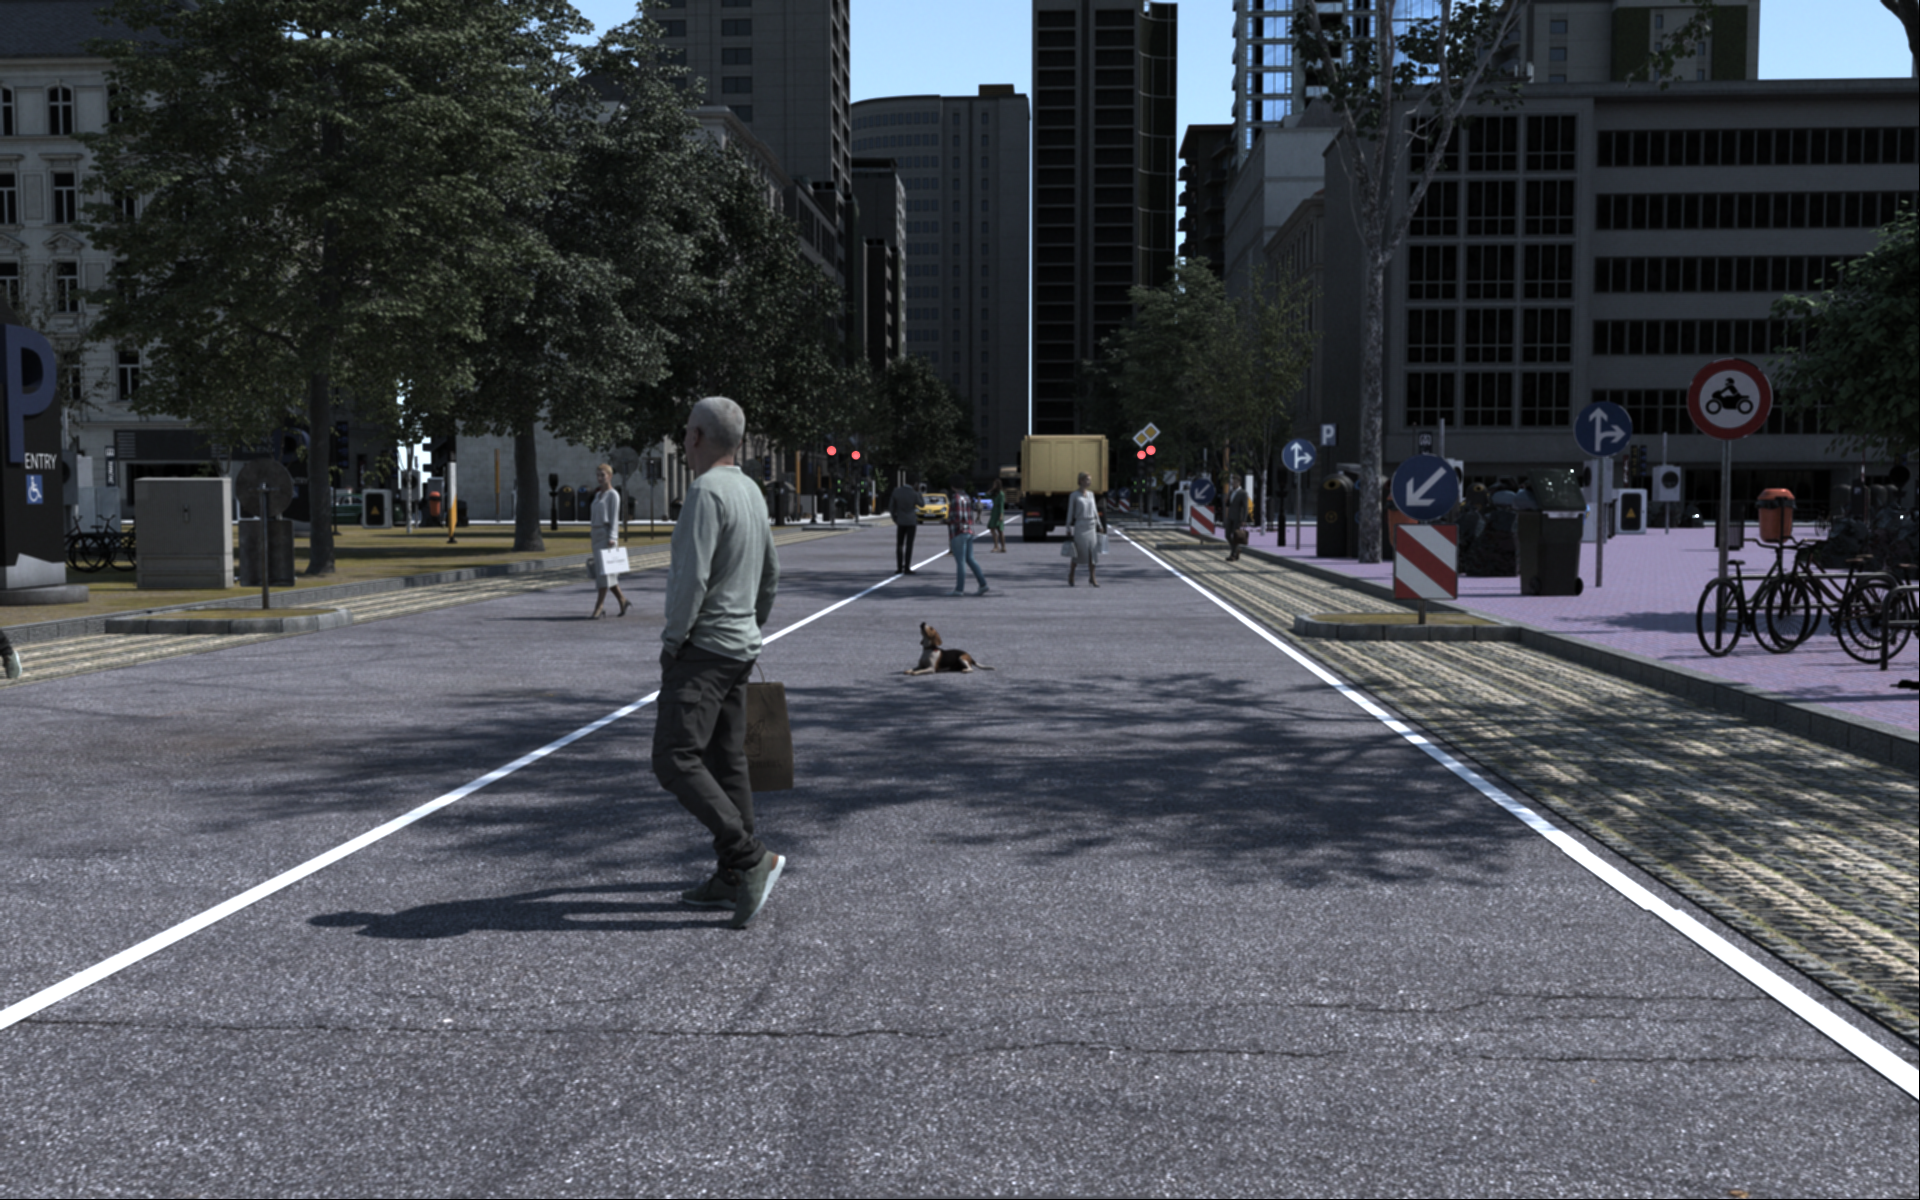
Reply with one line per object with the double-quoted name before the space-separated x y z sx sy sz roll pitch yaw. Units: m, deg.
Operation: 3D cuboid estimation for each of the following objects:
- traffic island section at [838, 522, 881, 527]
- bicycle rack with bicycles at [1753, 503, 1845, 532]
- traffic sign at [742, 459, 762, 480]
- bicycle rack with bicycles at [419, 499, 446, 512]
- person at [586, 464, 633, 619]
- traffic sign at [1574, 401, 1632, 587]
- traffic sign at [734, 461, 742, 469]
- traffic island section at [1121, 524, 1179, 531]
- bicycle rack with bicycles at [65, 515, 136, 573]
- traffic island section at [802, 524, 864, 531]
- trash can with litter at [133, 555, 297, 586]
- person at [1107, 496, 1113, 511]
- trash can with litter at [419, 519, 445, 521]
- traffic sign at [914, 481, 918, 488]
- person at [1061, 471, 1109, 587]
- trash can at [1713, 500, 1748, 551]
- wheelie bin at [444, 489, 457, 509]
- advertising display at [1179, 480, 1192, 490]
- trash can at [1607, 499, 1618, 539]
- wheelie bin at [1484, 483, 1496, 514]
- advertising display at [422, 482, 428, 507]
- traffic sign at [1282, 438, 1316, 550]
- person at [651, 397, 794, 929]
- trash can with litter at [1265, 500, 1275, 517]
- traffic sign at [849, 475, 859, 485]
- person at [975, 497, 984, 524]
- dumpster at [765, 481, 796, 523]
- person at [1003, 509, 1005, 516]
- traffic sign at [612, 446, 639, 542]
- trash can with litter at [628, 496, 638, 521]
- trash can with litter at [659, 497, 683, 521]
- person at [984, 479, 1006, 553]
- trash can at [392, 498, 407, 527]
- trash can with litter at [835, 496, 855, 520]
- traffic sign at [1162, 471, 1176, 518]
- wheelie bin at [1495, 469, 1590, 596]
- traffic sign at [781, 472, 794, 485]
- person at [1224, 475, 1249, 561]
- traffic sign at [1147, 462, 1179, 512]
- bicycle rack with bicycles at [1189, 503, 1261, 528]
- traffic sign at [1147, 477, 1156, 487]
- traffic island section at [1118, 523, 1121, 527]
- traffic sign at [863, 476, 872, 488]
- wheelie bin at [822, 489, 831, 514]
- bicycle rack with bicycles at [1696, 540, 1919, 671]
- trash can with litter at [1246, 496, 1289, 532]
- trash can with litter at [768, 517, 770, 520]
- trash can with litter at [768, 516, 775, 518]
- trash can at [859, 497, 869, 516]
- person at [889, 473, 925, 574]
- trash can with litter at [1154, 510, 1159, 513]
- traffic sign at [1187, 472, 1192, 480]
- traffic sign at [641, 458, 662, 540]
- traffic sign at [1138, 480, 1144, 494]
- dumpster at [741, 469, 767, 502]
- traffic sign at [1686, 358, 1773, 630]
"traffic island section" -4.563 -3.303 76.284 2.009 0.180 2.903 0 4 3
"bicycle rack with bicycles" 25.832 -2.434 53.171 2.852 0.926 2.925 3 4 37
"traffic sign" -7.522 -3.825 62.648 0.768 2.556 0.104 1 4 12
"bicycle rack with bicycles" -41.949 -7.476 135.608 2.852 0.926 2.925 3 5 43
"person" -4.039 -0.680 19.975 0.624 1.780 0.694 -2 4 -28
"traffic sign" 8.822 -1.452 23.843 0.768 2.556 0.104 1 4 10
"traffic sign" -8.715 -4.056 66.416 0.768 2.556 0.104 1 4 10
"traffic island section" 7.435 -2.770 67.572 2.009 0.180 2.903 0 4 3
"bicycle rack with bicycles" -14.170 -0.967 29.193 2.925 0.926 2.852 -1 4 -8
"traffic island section" -5.035 -2.815 68.313 2.009 0.180 2.903 0 4 3
"trash can with litter" -10.839 -0.866 25.222 2.233 1.210 1.678 -2 4 -27
"person" 11.425 -7.523 131.685 0.537 1.800 0.526 3 4 36
"trash can with litter" -24.982 -4.381 82.680 2.233 1.210 1.678 3 5 39
"traffic sign" -3.989 -9.163 149.928 0.768 2.556 0.104 0 4 6
"person" 1.931 -1.102 26.873 0.694 1.780 0.624 -1 4 -16
"trash can" 17.541 -1.701 39.464 0.748 1.137 0.748 0 3 0
"wheelie bin" -30.322 -5.839 103.381 0.693 1.594 0.980 3 5 42
"advertising display" 10.162 -4.441 77.826 0.123 1.923 0.974 -2 4 -29
"trash can" 18.573 -2.342 49.946 0.748 1.137 0.748 0 3 0
"wheelie bin" 9.737 -1.404 30.868 0.693 1.594 0.980 0 4 -1
"advertising display" -29.600 -5.567 96.236 0.123 1.923 0.974 0 4 7
"traffic sign" 7.776 -2.426 39.774 0.768 2.556 0.104 1 4 8
"person" -0.780 0.179 6.055 0.515 1.767 0.782 1 4 13
"trash can with litter" 16.157 -4.886 91.272 0.624 1.170 1.055 -3 5 -45
"traffic sign" -6.877 -6.882 112.626 0.768 2.556 0.104 1 4 9
"person" 0.932 -4.337 83.679 0.475 1.303 0.640 -3 5 -40
"dumpster" -8.195 -4.460 78.682 1.264 1.857 1.865 0 4 3
"person" 2.815 -6.284 115.516 0.394 1.301 0.425 0 4 8
"traffic sign" -8.960 -2.829 46.355 0.768 2.556 0.104 1 4 9
"trash can with litter" -15.809 -4.388 83.136 0.624 1.170 1.055 0 4 -8
"trash can with litter" -13.616 -4.293 81.574 1.055 1.170 0.624 -1 4 -16
"person" 0.933 -2.052 42.301 0.529 1.795 0.600 -2 4 -34
"trash can" -21.955 -3.437 67.849 0.748 1.137 0.748 0 3 0
"trash can with litter" -5.785 -4.664 87.645 1.055 1.170 0.624 2 4 24
"traffic sign" 11.359 -5.747 94.069 0.768 2.556 0.104 1 4 9
"wheelie bin" 7.458 -0.862 21.997 0.980 1.594 0.693 -1 4 -11
"traffic sign" -8.108 -4.854 81.495 0.606 2.300 0.079 0 4 8
"person" 5.870 -1.731 36.760 0.622 1.834 0.822 3 5 40
"traffic sign" 12.813 -7.007 108.440 2.265 3.308 0.079 1 4 9
"bicycle rack with bicycles" 10.064 -3.230 66.199 2.925 0.926 2.852 0 4 -1
"traffic sign" 11.318 -6.142 102.559 0.606 2.300 0.079 0 4 4
"traffic island section" 7.907 -3.258 75.543 2.009 0.180 2.903 0 4 3
"traffic sign" -5.756 -6.562 108.480 0.795 2.450 0.064 0 4 8
"wheelie bin" -8.281 -6.216 109.539 0.693 1.594 0.980 2 4 28
"bicycle rack with bicycles" 7.147 -0.021 13.733 2.925 0.926 2.852 -1 4 -14
"trash can with litter" 10.418 -2.946 59.227 1.678 1.210 2.233 1 4 23
"trash can with litter" -9.701 -4.450 84.142 0.624 1.170 1.055 1 4 20
"trash can with litter" -10.631 -4.894 91.072 2.233 1.210 1.678 -2 4 -32
"trash can" -5.642 -5.517 101.854 0.748 1.137 0.748 0 3 0
"person" -0.958 -1.368 31.043 0.592 1.802 0.473 2 4 33
"trash can with litter" 14.318 -6.748 121.388 2.233 1.210 1.678 0 4 3
"traffic sign" 13.472 -6.230 101.863 0.884 2.594 0.081 1 4 11
"traffic sign" -8.641 -2.842 48.589 0.606 2.300 0.079 0 4 7
"traffic sign" 13.749 -7.988 130.606 0.884 2.594 0.081 1 4 9
"dumpster" -8.120 -3.812 64.818 1.502 2.255 1.985 0 4 4
"traffic sign" 7.218 -0.992 16.333 0.768 2.556 0.104 0 4 8
